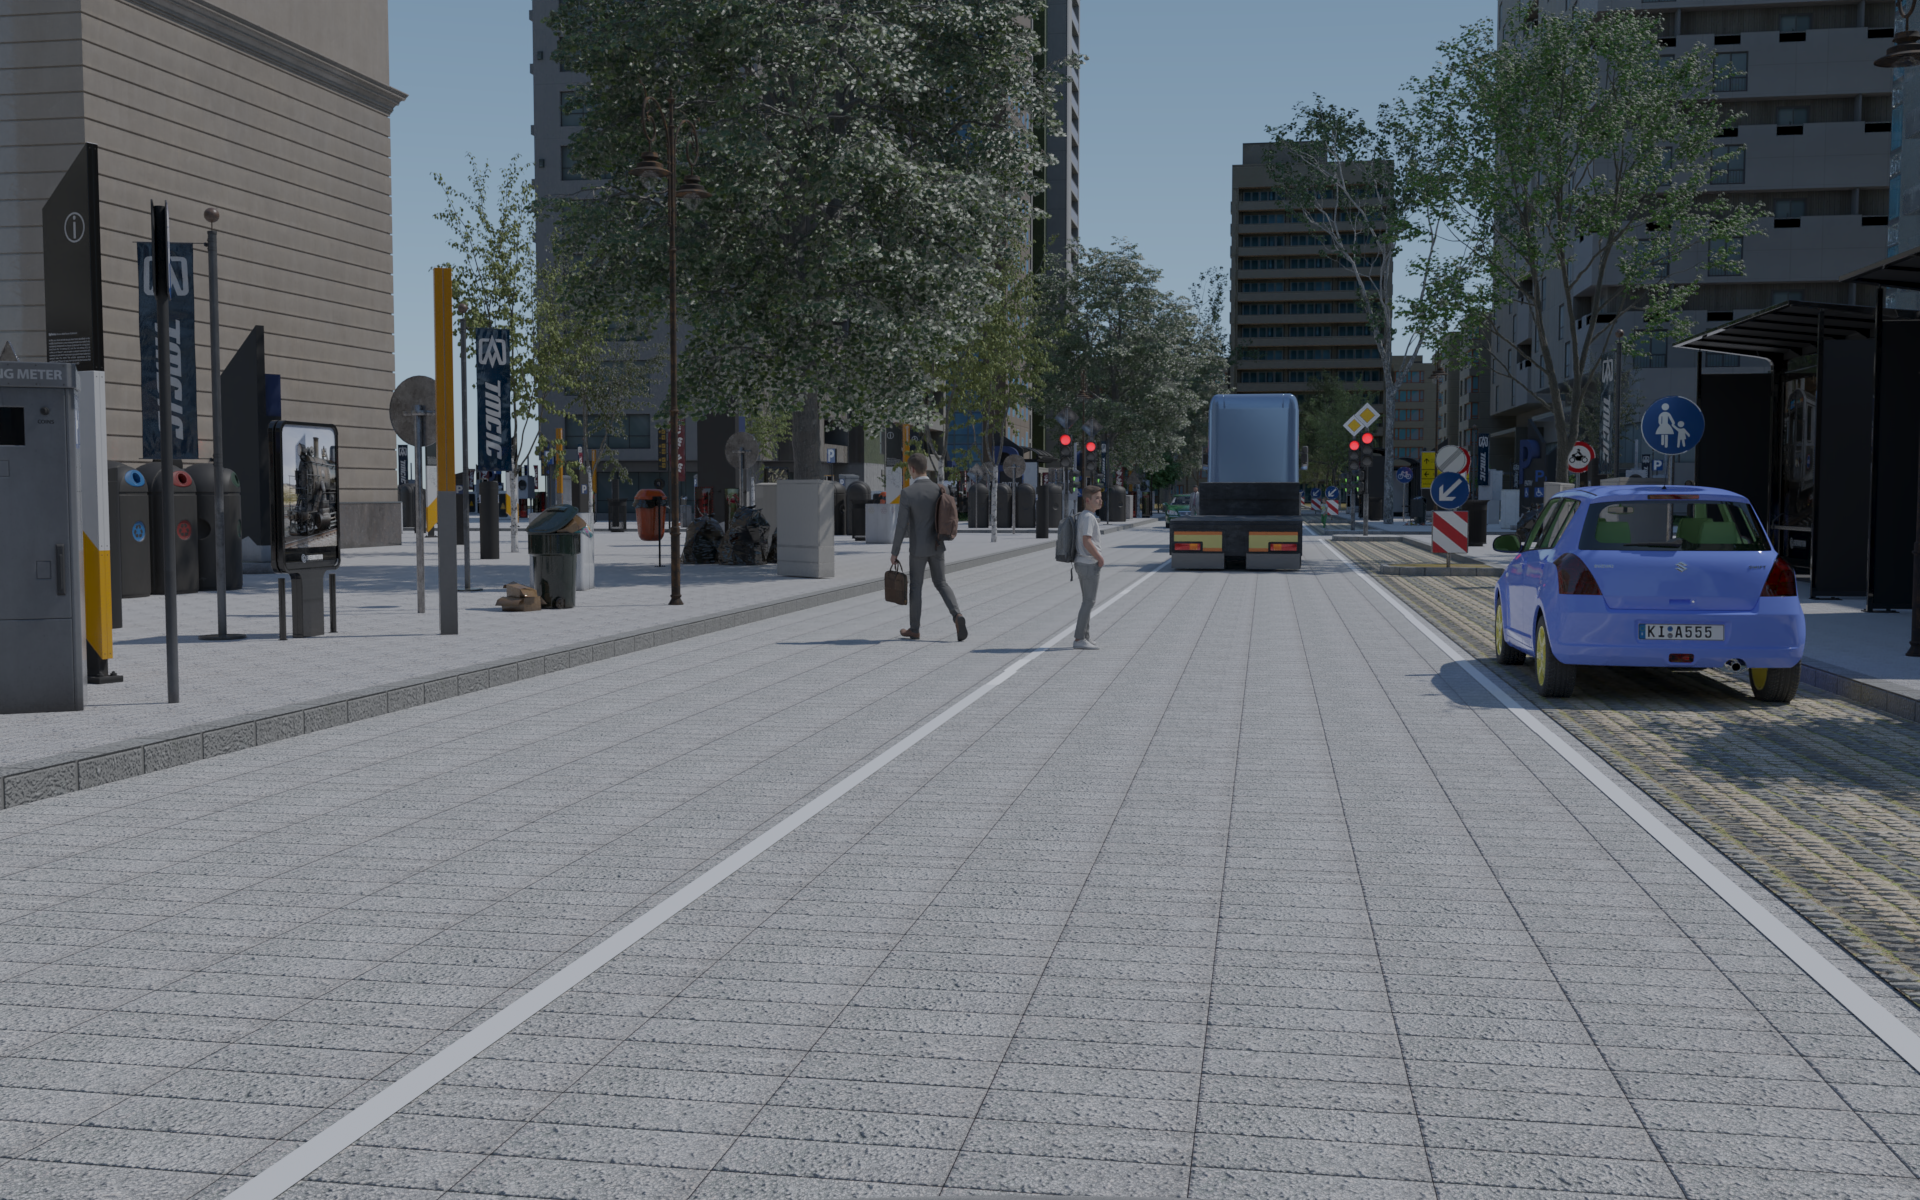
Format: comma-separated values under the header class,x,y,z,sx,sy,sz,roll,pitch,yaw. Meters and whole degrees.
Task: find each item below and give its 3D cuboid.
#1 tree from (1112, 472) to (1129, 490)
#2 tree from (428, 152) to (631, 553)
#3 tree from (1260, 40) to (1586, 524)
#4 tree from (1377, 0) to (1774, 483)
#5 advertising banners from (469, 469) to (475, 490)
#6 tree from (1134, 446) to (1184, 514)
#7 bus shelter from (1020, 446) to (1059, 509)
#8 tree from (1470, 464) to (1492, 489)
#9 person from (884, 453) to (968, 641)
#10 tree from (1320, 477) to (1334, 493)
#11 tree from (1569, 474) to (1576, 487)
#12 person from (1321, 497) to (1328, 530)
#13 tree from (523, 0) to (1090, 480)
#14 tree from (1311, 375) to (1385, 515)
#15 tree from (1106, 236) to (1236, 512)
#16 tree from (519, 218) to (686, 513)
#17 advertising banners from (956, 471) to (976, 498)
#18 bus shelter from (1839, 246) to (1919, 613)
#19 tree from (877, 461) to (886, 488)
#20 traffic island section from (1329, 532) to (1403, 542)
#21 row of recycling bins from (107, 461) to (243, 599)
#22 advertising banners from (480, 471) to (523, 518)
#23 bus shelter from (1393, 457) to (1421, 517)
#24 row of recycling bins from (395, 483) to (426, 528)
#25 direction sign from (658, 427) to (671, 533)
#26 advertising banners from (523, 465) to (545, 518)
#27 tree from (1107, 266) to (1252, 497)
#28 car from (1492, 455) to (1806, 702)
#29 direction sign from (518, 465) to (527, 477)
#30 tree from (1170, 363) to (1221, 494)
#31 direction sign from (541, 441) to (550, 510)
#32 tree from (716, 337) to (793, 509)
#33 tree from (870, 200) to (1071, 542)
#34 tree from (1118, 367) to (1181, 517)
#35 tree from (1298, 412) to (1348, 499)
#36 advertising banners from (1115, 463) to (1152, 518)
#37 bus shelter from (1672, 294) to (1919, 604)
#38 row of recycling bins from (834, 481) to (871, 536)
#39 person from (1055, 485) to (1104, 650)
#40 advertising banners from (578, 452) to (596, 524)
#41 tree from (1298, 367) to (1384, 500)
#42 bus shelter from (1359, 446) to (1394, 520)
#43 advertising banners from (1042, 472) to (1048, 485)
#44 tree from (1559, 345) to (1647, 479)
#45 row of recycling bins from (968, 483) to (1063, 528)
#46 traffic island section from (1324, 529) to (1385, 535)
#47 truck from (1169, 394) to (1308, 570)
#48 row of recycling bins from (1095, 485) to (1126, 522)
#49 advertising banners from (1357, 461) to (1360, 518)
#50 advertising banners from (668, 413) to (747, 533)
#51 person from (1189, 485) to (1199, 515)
class,x,y,z,sx,sy,sz,roll,pitch,yaw
tree,12.302,-8.565,134.645,1.663,3.219,1.824,0,3,0
tree,-9.596,-5.336,37.610,4.737,8.622,4.395,0,3,0
tree,19.342,-13.239,72.339,12.611,20.169,13.585,0,3,0
tree,12.566,-6.725,35.715,9.928,11.665,9.643,0,3,0
advertising banners,-34.168,-7.497,118.762,2.074,3.025,0.090,-3,5,-41
tree,12.990,-7.970,114.016,4.285,4.588,4.351,0,3,0
bus shelter,2.981,-4.995,75.586,2.014,3.302,5.546,1,4,10
tree,29.802,-6.320,97.929,1.663,3.219,1.824,0,3,0
person,-0.331,-0.517,16.910,0.622,1.834,0.822,-3,4,-38
tree,37.318,-11.082,175.791,1.663,3.219,1.824,0,3,0
tree,31.087,-5.826,89.859,1.663,3.219,1.824,0,3,0
person,14.528,-3.440,69.000,0.306,1.304,0.590,2,4,31
tree,-2.503,-7.451,28.476,9.857,13.997,8.962,0,3,0
tree,23.632,-9.485,105.446,4.737,8.622,4.395,0,3,0
tree,7.454,-10.941,85.543,9.857,13.997,8.962,0,3,0
tree,-9.849,-5.908,46.954,4.360,8.622,3.978,0,3,0
advertising banners,0.474,-8.088,128.422,0.090,3.025,2.074,-3,5,-44
bus shelter,9.798,-1.490,15.642,1.731,3.624,6.357,1,4,10
tree,-3.299,-5.774,89.006,1.663,3.219,1.824,0,3,0
traffic island section,12.491,-1.895,53.262,2.009,0.180,2.903,1,4,10
row of recycling bins,-10.390,-0.902,21.859,1.069,1.692,3.534,1,4,11
advertising banners,-23.889,-5.729,89.857,2.074,3.025,0.090,0,4,-6
bus shelter,24.464,-6.250,96.119,2.014,3.302,5.546,1,4,10
row of recycling bins,-21.643,-3.725,68.016,1.069,1.692,3.534,-1,4,-22
direction sign,-9.644,-4.001,57.412,0.876,3.537,0.379,2,4,29
advertising banners,-23.421,-5.918,92.951,2.074,3.025,0.090,0,4,7
tree,19.191,-17.569,143.135,12.611,20.169,13.585,0,3,0
car,5.132,-0.226,13.279,1.945,1.707,3.694,1,4,10
direction sign,-33.768,-8.680,133.916,0.379,3.537,0.876,3,5,44
tree,20.727,-15.108,157.383,12.009,13.543,11.850,0,3,0
direction sign,-17.864,-5.057,74.686,0.379,3.537,0.876,-3,4,-38
tree,-8.856,-7.676,75.861,4.737,8.622,4.395,0,3,0
tree,-0.322,-5.364,38.068,4.737,8.622,4.395,0,3,0
tree,10.344,-9.018,97.806,4.360,8.622,3.978,0,3,0
tree,43.758,-17.880,210.468,7.486,12.596,7.792,0,3,0
advertising banners,9.323,-5.945,93.389,2.074,3.025,0.090,1,4,15
bus shelter,11.390,-1.993,23.876,1.731,3.624,6.357,1,4,10
row of recycling bins,-4.269,-2.890,54.359,3.534,1.692,1.069,2,4,34
person,1.172,-0.302,16.034,0.523,1.515,0.503,-3,4,-38
advertising banners,-15.765,-4.708,73.157,0.090,3.025,2.074,0,4,6
tree,27.356,-11.746,126.456,8.767,10.594,7.601,-2,4,-30
bus shelter,20.884,-5.884,87.483,1.731,3.624,6.357,1,4,10
advertising banners,7.622,-8.705,138.507,2.074,3.025,0.090,0,3,0
tree,31.585,-8.220,84.757,4.360,8.622,3.978,0,3,0
row of recycling bins,2.059,-3.573,65.528,3.534,1.692,1.069,0,4,1
traffic island section,13.883,-2.376,61.125,2.009,0.180,2.903,1,4,10
truck,6.808,-3.132,40.966,2.967,4.110,18.799,1,4,11
row of recycling bins,7.203,-4.541,81.360,1.069,1.692,3.534,0,4,-3
advertising banners,21.697,-5.929,93.133,0.090,3.025,2.074,2,4,35
advertising banners,-5.366,-2.466,36.513,2.074,3.025,0.090,2,4,29
person,9.652,-3.793,70.791,0.678,1.792,0.850,2,4,26
